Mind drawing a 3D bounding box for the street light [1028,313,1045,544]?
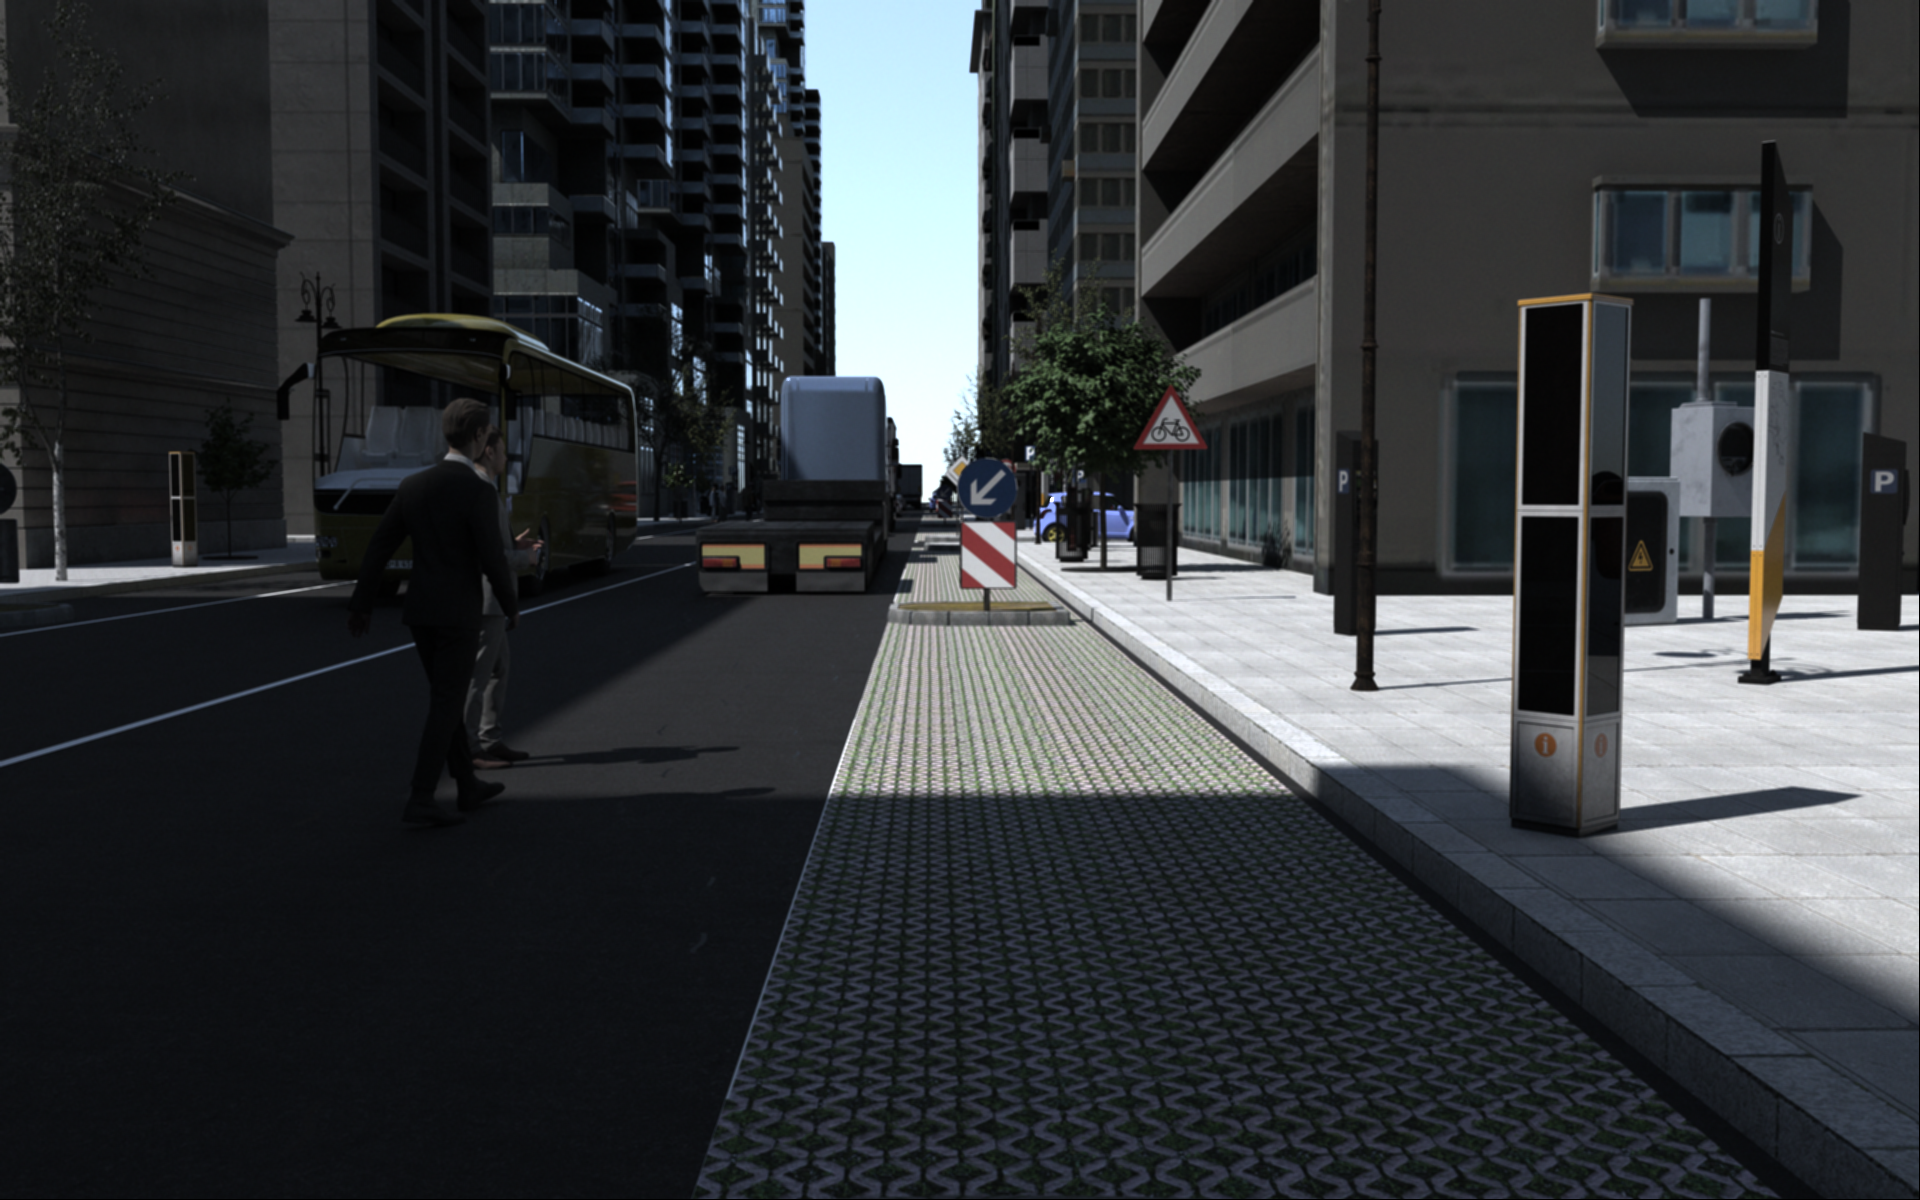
[{"bbox_3d":[2.004,-4.374,44.297,0.468,5.910,1.993,0,4,-1],"label":"street light"}]

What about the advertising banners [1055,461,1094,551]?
[{"bbox_3d":[2.534,-2.613,38.916,0.090,3.025,2.074,2,4,29],"label":"advertising banners"}]

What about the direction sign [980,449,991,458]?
[{"bbox_3d":[1.231,-5.840,87.485,0.876,3.537,0.379,-3,5,-39],"label":"direction sign"}]

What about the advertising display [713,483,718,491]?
[{"bbox_3d":[-14.723,-6.073,104.506,0.123,1.923,0.974,-1,4,-19],"label":"advertising display"}]

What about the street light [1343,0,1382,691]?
[{"bbox_3d":[2.651,-2.348,11.171,0.468,5.910,1.993,0,4,-1],"label":"street light"}]

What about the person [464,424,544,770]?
[{"bbox_3d":[-2.415,-0.024,9.093,0.583,1.804,0.606,-2,4,-35],"label":"person"}]

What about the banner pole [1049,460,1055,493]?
[{"bbox_3d":[5.074,-6.601,97.944,0.863,3.779,0.401,1,4,14],"label":"banner pole"}]

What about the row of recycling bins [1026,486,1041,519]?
[{"bbox_3d":[2.848,-5.070,90.004,3.534,1.692,1.069,1,4,18],"label":"row of recycling bins"}]

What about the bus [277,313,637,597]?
[{"bbox_3d":[-7.216,-2.192,27.387,2.896,3.916,12.252,0,4,-3],"label":"bus"}]

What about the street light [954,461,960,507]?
[{"bbox_3d":[-0.068,-12.118,170.910,0.468,5.910,1.993,0,4,-1],"label":"street light"}]

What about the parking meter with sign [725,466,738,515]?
[{"bbox_3d":[-14.370,-6.843,108.142,0.543,3.016,1.738,1,4,8],"label":"parking meter with sign"}]

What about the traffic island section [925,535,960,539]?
[{"bbox_3d":[-0.058,-1.862,52.727,2.009,0.180,2.903,0,4,-1],"label":"traffic island section"}]

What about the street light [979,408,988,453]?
[{"bbox_3d":[1.251,-7.364,93.193,0.468,5.910,1.993,0,4,-1],"label":"street light"}]

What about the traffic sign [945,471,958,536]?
[{"bbox_3d":[-0.081,-2.997,52.649,0.795,2.450,0.064,0,4,-1],"label":"traffic sign"}]

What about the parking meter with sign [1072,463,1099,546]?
[{"bbox_3d":[2.987,-2.787,41.832,0.543,3.016,1.738,1,4,16],"label":"parking meter with sign"}]

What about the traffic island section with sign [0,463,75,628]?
[{"bbox_3d":[-11.086,-0.649,19.243,1.989,1.847,2.006,0,4,-1],"label":"traffic island section with sign"}]

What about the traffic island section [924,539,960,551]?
[{"bbox_3d":[0.078,-1.374,44.743,2.009,0.180,2.903,0,4,-1],"label":"traffic island section"}]

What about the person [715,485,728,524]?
[{"bbox_3d":[-9.666,-3.750,70.043,0.641,1.798,0.478,1,4,21],"label":"person"}]

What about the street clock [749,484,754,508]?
[{"bbox_3d":[-14.781,-7.228,122.753,0.358,2.002,0.471,-2,4,-33],"label":"street clock"}]

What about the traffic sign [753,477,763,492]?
[{"bbox_3d":[-14.691,-7.693,125.894,0.768,2.556,0.104,0,4,0],"label":"traffic sign"}]

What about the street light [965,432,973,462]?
[{"bbox_3d":[0.828,-9.387,126.262,0.468,5.910,1.993,0,4,-1],"label":"street light"}]

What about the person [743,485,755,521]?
[{"bbox_3d":[-9.138,-4.067,74.912,0.656,1.842,0.836,1,4,18],"label":"person"}]

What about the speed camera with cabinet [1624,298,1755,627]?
[{"bbox_3d":[6.989,-1.397,17.173,2.038,3.252,0.660,-2,4,-24],"label":"speed camera with cabinet"}]

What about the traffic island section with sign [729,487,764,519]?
[{"bbox_3d":[-12.473,-5.680,101.494,1.989,1.847,2.006,0,4,-1],"label":"traffic island section with sign"}]

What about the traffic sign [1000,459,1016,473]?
[{"bbox_3d":[1.669,-3.842,62.926,0.768,2.556,0.104,1,4,9],"label":"traffic sign"}]

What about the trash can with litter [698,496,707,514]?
[{"bbox_3d":[-16.574,-6.120,111.448,0.624,1.170,1.055,-1,4,-16],"label":"trash can with litter"}]

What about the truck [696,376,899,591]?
[{"bbox_3d":[-2.755,-2.690,33.748,2.967,4.110,18.799,0,4,-1],"label":"truck"}]

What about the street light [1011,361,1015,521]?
[{"bbox_3d":[1.831,-5.342,60.126,0.468,5.910,1.993,0,4,-1],"label":"street light"}]

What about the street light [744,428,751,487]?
[{"bbox_3d":[-14.896,-9.069,121.071,0.468,5.910,1.993,0,4,-1],"label":"street light"}]

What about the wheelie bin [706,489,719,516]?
[{"bbox_3d":[-14.319,-5.670,100.614,0.693,1.594,0.980,1,4,13],"label":"wheelie bin"}]

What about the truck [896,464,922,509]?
[{"bbox_3d":[-5.013,-11.016,169.018,2.839,4.237,11.283,0,4,-2],"label":"truck"}]

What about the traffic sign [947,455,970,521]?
[{"bbox_3d":[0.055,-2.509,44.665,0.795,2.450,0.064,0,4,-1],"label":"traffic sign"}]

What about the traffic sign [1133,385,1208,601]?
[{"bbox_3d":[2.511,-1.267,20.714,0.884,2.594,0.081,0,4,2],"label":"traffic sign"}]

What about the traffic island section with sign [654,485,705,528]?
[{"bbox_3d":[-12.030,-4.031,74.543,1.989,1.847,2.006,0,4,-1],"label":"traffic island section with sign"}]

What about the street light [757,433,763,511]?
[{"bbox_3d":[-14.909,-9.564,129.157,0.468,5.910,1.993,0,4,-1],"label":"street light"}]

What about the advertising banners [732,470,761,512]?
[{"bbox_3d":[-15.240,-7.775,123.308,2.074,3.025,0.090,0,4,0],"label":"advertising banners"}]

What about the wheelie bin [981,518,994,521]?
[{"bbox_3d":[1.350,-4.500,81.487,0.980,1.594,0.693,0,4,3],"label":"wheelie bin"}]

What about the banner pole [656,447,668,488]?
[{"bbox_3d":[-15.819,-6.220,91.711,0.863,3.779,0.401,-3,5,-43],"label":"banner pole"}]

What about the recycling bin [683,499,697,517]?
[{"bbox_3d":[-15.239,-5.203,97.629,0.722,1.027,0.722,0,4,-4],"label":"recycling bin"}]

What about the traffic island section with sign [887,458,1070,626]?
[{"bbox_3d":[0.180,-0.672,19.616,1.989,1.847,2.006,0,4,-1],"label":"traffic island section with sign"}]

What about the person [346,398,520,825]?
[{"bbox_3d":[-2.219,0.038,7.654,0.659,1.850,0.755,2,4,28],"label":"person"}]

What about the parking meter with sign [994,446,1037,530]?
[{"bbox_3d":[1.957,-4.022,62.019,1.738,3.016,0.543,-3,5,-42],"label":"parking meter with sign"}]

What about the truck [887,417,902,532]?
[{"bbox_3d":[-3.784,-4.868,68.508,2.839,4.237,11.283,0,4,-1],"label":"truck"}]

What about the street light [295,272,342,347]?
[{"bbox_3d":[-13.345,-3.877,36.178,0.468,5.910,1.993,0,4,-1],"label":"street light"}]

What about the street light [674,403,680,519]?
[{"bbox_3d":[-14.258,-7.007,87.349,0.468,5.910,1.993,0,4,-1],"label":"street light"}]
